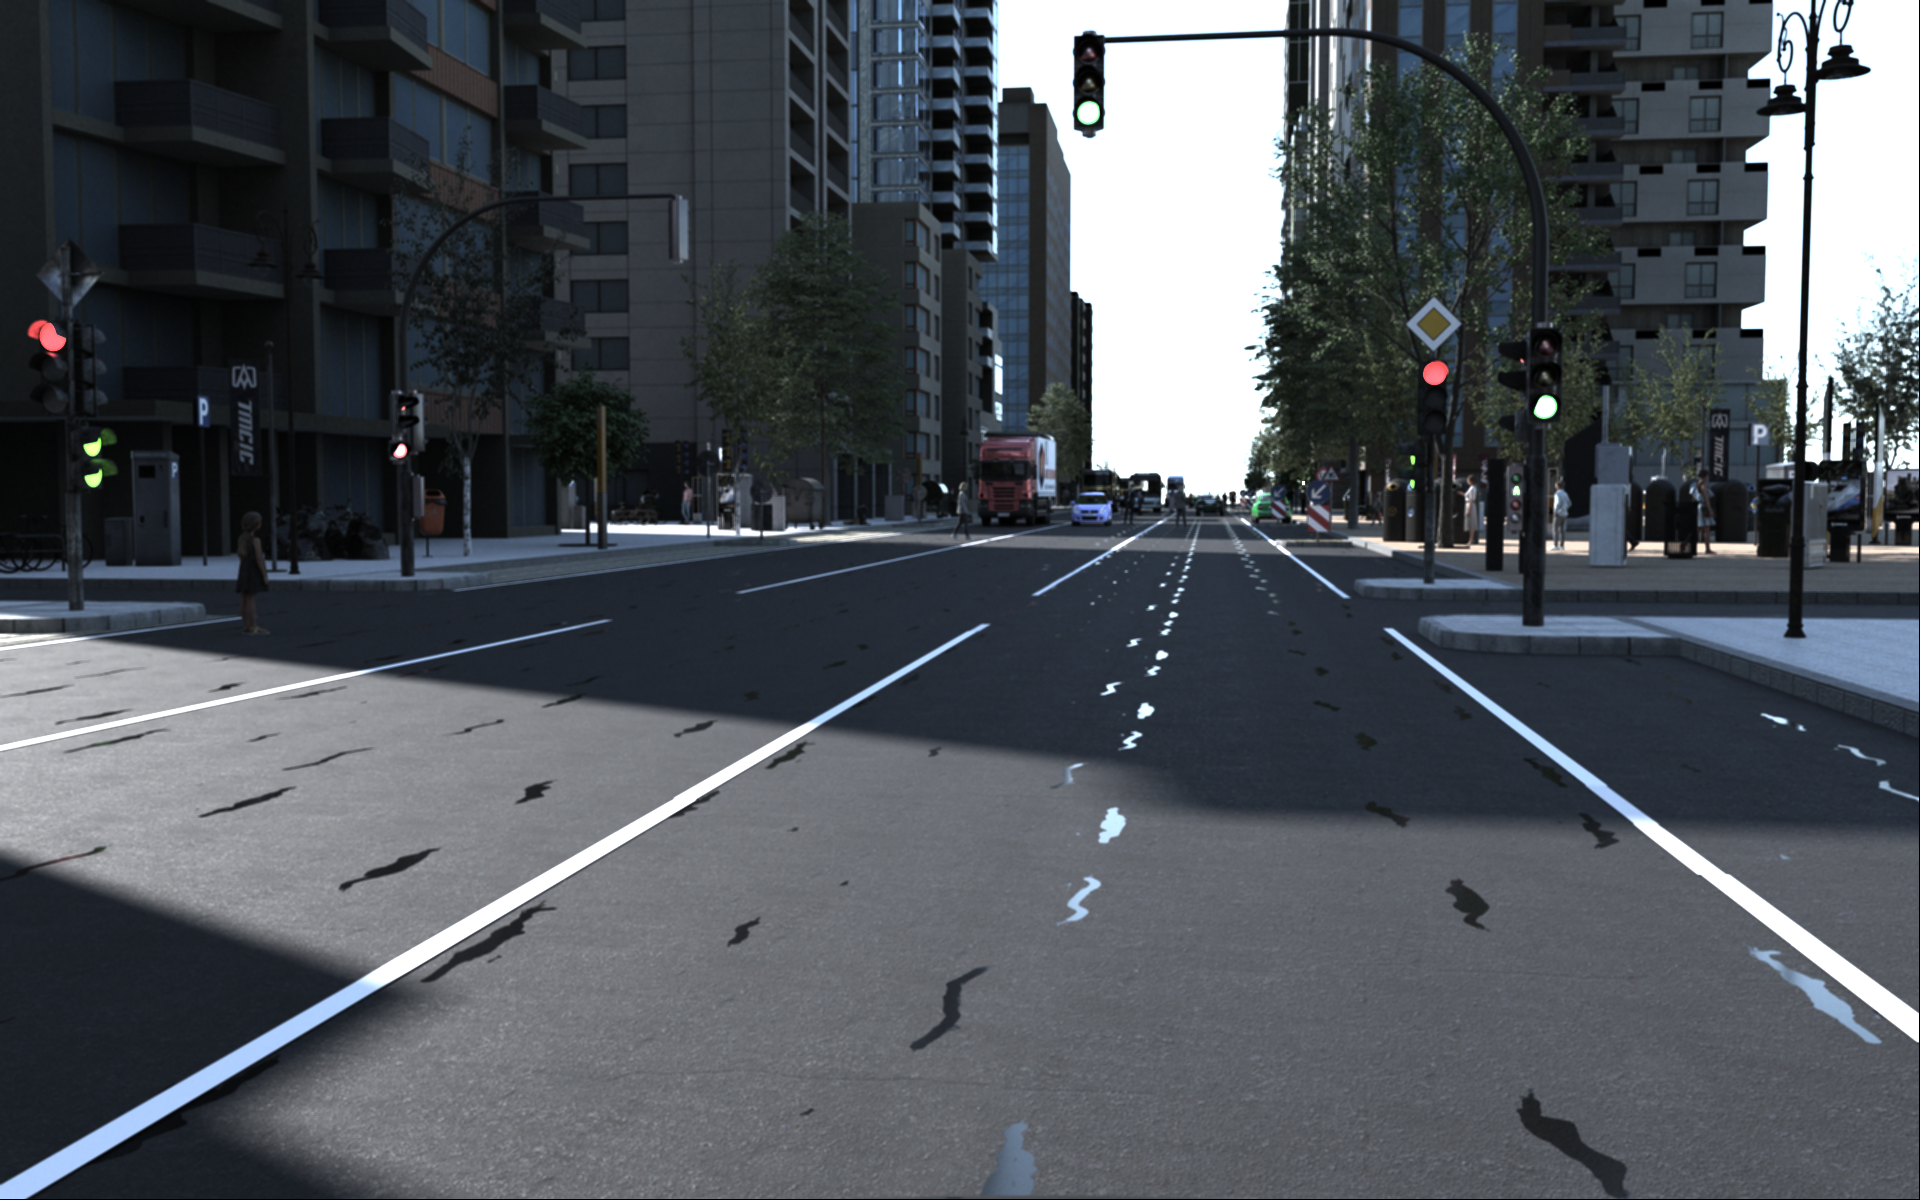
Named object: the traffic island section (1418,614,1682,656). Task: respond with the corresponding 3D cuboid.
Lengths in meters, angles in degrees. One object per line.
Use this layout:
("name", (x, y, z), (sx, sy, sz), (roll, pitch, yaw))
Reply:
("traffic island section", (5.611, 0.327, 16.927), (2.009, 0.180, 2.903), (1, 4, 8))

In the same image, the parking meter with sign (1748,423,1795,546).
("parking meter with sign", (19.918, -2.796, 41.981), (0.543, 3.016, 1.738), (-1, 4, -16))

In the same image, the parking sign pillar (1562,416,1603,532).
("parking sign pillar", (21.429, -4.350, 59.589), (1.447, 3.967, 1.447), (0, 4, 6))

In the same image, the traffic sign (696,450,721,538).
("traffic sign", (-7.340, -3.080, 50.459), (0.768, 2.556, 0.104), (1, 4, 13))

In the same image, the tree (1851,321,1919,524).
("tree", (39.082, -7.556, 73.905), (4.737, 8.622, 4.395), (0, 3, 0))

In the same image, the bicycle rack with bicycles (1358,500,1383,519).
("bicycle rack with bicycles", (23.355, -5.131, 97.266), (2.852, 0.926, 2.925), (0, 4, 5))

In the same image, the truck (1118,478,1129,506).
("truck", (20.105, -12.735, 204.135), (3.469, 3.379, 9.791), (0, 4, 7))

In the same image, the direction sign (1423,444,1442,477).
("direction sign", (21.235, -5.260, 78.005), (0.876, 3.537, 0.379), (2, 4, 31))

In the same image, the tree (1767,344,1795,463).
("tree", (40.638, -8.236, 85.020), (4.737, 8.622, 4.395), (0, 3, 0))

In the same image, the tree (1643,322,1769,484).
("tree", (30.539, -7.519, 73.302), (4.737, 8.622, 4.395), (0, 3, 0))

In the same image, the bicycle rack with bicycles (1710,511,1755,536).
("bicycle rack with bicycles", (23.052, -2.442, 53.311), (2.925, 0.926, 2.852), (-1, 4, -9))

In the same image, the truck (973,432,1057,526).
("truck", (2.682, -5.601, 80.486), (2.839, 4.237, 11.283), (1, 4, 9))

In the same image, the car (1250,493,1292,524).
("car", (15.258, -4.658, 84.958), (1.959, 1.807, 4.718), (0, 4, 7))

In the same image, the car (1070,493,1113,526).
("car", (6.024, -4.248, 79.045), (1.945, 1.707, 3.694), (0, 4, 8))

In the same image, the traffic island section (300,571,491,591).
("traffic island section", (-8.638, -0.291, 27.036), (2.009, 0.180, 2.903), (1, 4, 8))

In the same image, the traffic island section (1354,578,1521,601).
("traffic island section", (6.746, -0.156, 24.831), (2.009, 0.180, 2.903), (1, 4, 8))

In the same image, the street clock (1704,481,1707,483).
("street clock", (37.542, -5.085, 87.708), (0.471, 2.002, 0.358), (-2, 4, -25))

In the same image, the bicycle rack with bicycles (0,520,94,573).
("bicycle rack with bicycles", (-15.925, -0.938, 28.717), (2.852, 0.926, 2.925), (3, 5, 43))

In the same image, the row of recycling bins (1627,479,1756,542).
("row of recycling bins", (19.618, -2.454, 47.240), (3.534, 1.692, 1.069), (3, 4, 37))

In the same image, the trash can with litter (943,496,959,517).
("trash can with litter", (-0.525, -5.211, 96.588), (1.055, 1.170, 0.624), (0, 4, 7))

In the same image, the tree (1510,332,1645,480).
("tree", (24.868, -7.431, 71.857), (4.737, 8.622, 4.395), (0, 3, 0))

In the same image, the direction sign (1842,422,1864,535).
("direction sign", (28.150, -3.832, 54.656), (0.379, 3.537, 0.876), (-1, 4, -16))

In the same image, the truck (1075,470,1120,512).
("truck", (11.277, -8.760, 139.144), (3.469, 3.379, 9.791), (0, 4, 8))

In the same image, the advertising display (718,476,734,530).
("advertising display", (-8.229, -3.443, 61.507), (0.974, 1.923, 0.123), (3, 5, 41))

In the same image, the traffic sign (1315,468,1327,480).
("traffic sign", (17.480, -5.089, 83.313), (0.768, 2.556, 0.104), (1, 4, 16))

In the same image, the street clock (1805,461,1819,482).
("street clock", (18.505, -2.037, 37.875), (0.358, 2.002, 0.471), (-1, 4, -23))

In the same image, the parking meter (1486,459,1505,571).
("parking meter", (8.963, -1.425, 29.006), (0.255, 1.863, 0.399), (1, 4, 13))

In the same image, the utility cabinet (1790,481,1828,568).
("utility cabinet", (14.688, -1.299, 29.921), (0.318, 1.500, 1.173), (3, 5, 40))

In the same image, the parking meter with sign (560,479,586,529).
("parking meter with sign", (-14.433, -4.087, 63.086), (1.738, 3.016, 0.543), (1, 4, 21))

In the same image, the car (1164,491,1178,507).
("car", (24.182, -11.427, 195.503), (2.281, 1.827, 5.304), (1, 4, 9))

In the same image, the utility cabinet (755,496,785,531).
("utility cabinet", (-6.561, -2.977, 59.835), (1.020, 1.237, 0.306), (1, 4, 12))

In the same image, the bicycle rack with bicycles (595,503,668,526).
("bicycle rack with bicycles", (-13.558, -3.544, 71.335), (2.925, 0.926, 2.852), (0, 4, -7))

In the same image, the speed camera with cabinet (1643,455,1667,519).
("speed camera with cabinet", (35.217, -5.724, 87.917), (0.660, 3.252, 2.038), (0, 4, 2))

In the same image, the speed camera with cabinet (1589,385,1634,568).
("speed camera with cabinet", (11.639, -2.237, 30.903), (0.660, 3.252, 2.038), (2, 4, 24))

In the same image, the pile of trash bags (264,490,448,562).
("pile of trash bags", (-11.884, -1.502, 34.303), (3.447, 1.369, 1.912), (-2, 4, -34))

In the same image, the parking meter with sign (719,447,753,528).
("parking meter with sign", (-8.174, -4.219, 65.244), (1.738, 3.016, 0.543), (-2, 4, -35))

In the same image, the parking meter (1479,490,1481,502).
("parking meter", (25.051, -4.622, 83.980), (0.372, 1.533, 0.369), (0, 3, 0))

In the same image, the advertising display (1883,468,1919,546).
("advertising display", (23.593, -2.328, 43.269), (0.123, 1.923, 0.974), (-2, 4, -34))

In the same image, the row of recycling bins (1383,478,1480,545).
("row of recycling bins", (12.390, -2.354, 45.603), (1.069, 1.692, 3.534), (-1, 4, -21))

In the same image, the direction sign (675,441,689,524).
("direction sign", (-11.805, -4.991, 73.601), (0.379, 3.537, 0.876), (2, 4, 30))

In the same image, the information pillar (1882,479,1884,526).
("information pillar", (36.254, -3.908, 68.396), (0.304, 2.012, 0.304), (1, 4, 9))

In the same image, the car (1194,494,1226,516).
("car", (16.565, -6.299, 114.789), (2.131, 1.459, 4.920), (0, 4, 8))

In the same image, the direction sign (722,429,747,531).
("direction sign", (-7.891, -4.201, 60.676), (0.876, 3.537, 0.379), (-1, 4, -14))

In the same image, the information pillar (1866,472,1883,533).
("information pillar", (29.926, -3.197, 56.766), (0.304, 2.012, 0.304), (1, 4, 12))

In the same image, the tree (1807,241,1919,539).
("tree", (26.771, -6.091, 49.954), (4.360, 8.622, 3.978), (0, 3, 0))

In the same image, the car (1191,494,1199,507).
("car", (26.627, -11.308, 193.686), (1.959, 1.807, 4.718), (1, 4, 10))

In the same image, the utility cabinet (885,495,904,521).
("utility cabinet", (-3.094, -4.326, 81.897), (1.020, 1.237, 0.306), (3, 5, 40))

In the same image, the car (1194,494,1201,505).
("car", (22.111, -8.951, 156.128), (2.009, 1.686, 4.222), (1, 4, 9))

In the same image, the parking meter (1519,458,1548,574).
("parking meter", (9.218, -1.356, 27.878), (0.255, 1.863, 0.399), (-2, 4, -25))

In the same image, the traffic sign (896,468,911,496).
("traffic sign", (-2.738, -5.105, 83.578), (0.768, 2.556, 0.104), (1, 4, 13))

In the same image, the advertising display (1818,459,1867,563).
("advertising display", (16.635, -1.681, 32.700), (0.123, 1.923, 0.974), (-1, 4, -23))

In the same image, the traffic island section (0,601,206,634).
("traffic island section", (-9.772, 0.193, 19.132), (2.009, 0.180, 2.903), (1, 4, 8))

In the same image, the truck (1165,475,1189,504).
("truck", (31.232, -15.791, 247.936), (2.967, 4.110, 18.799), (1, 4, 10))

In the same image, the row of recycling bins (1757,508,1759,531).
("row of recycling bins", (27.668, -3.248, 60.216), (3.534, 1.692, 1.069), (-1, 4, -12))

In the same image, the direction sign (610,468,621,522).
("direction sign", (-15.714, -5.323, 79.023), (0.379, 3.537, 0.876), (1, 4, 22))

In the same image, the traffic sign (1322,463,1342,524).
("traffic sign", (15.721, -4.487, 73.371), (0.884, 2.594, 0.081), (1, 4, 16))

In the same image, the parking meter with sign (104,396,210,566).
("parking meter with sign", (-14.346, -2.119, 30.900), (1.738, 3.016, 0.543), (0, 4, -3))
